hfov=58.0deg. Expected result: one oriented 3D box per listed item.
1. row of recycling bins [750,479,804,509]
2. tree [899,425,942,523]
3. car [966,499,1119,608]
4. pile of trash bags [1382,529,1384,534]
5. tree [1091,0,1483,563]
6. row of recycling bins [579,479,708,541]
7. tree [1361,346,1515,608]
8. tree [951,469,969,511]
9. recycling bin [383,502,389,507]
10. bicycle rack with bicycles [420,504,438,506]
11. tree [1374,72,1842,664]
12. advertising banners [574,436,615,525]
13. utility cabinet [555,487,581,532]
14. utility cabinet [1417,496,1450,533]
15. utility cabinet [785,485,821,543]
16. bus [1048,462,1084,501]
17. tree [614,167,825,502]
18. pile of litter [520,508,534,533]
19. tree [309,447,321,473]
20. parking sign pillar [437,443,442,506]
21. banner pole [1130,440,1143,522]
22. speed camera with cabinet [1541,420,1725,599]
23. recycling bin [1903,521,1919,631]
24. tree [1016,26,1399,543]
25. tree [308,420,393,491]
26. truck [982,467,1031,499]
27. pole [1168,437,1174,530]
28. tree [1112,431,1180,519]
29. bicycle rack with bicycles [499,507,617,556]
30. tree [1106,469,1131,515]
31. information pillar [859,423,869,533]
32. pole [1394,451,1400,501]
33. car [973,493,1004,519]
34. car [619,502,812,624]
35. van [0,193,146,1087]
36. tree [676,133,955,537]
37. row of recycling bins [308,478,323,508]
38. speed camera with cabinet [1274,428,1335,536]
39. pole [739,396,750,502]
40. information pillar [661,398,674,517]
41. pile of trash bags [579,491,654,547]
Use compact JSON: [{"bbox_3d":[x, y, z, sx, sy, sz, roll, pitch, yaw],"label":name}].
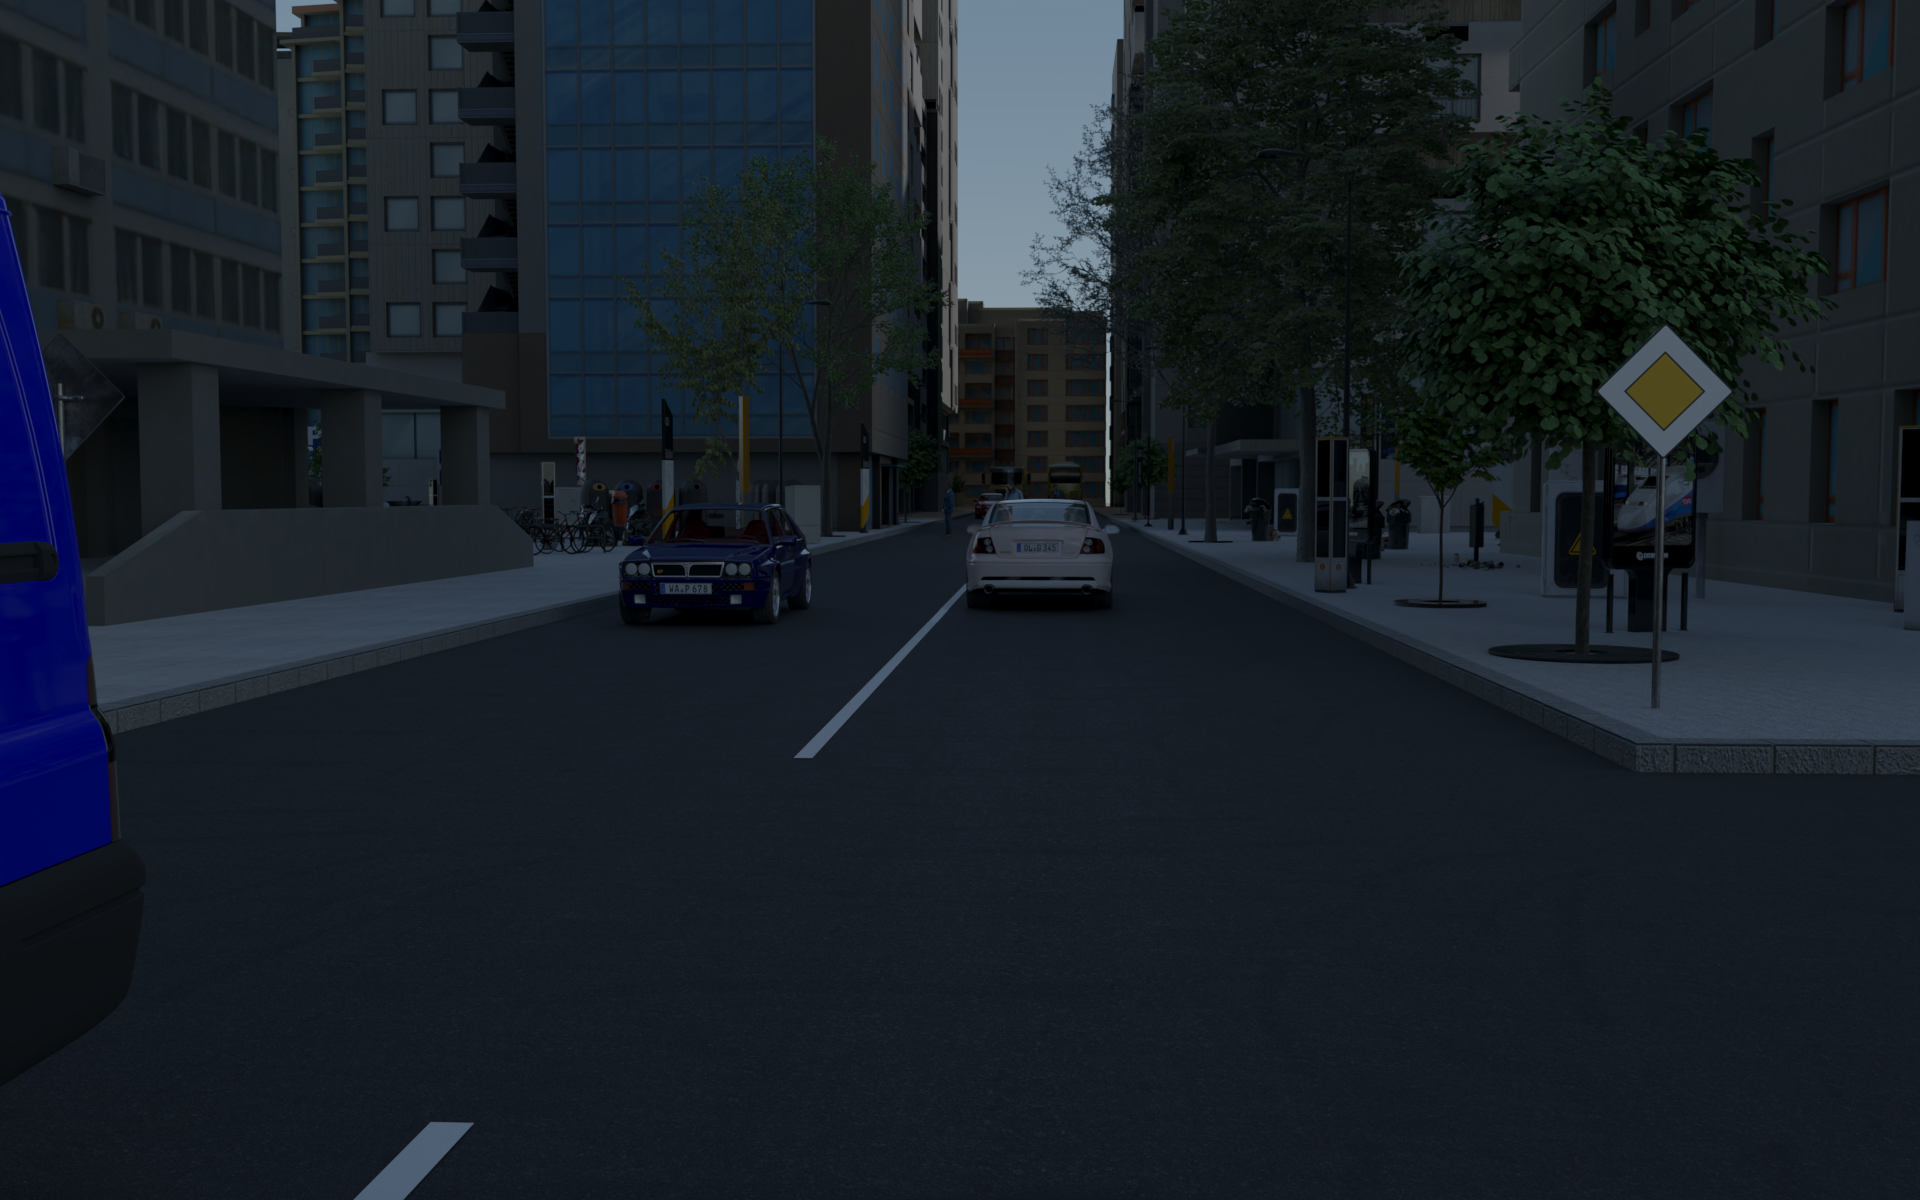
[{"bbox_3d":[-5.261,-2.583,49.342,1.069,1.692,3.534,-2,4,-24],"label":"row of recycling bins"},{"bbox_3d":[-3.189,-6.180,84.761,4.285,4.588,4.351,0,3,0],"label":"tree"},{"bbox_3d":[1.098,-0.661,23.170,2.083,1.381,4.827,0,4,4],"label":"car"},{"bbox_3d":[11.956,-2.839,56.176,3.447,1.369,1.912,0,4,5],"label":"pile of trash bags"},{"bbox_3d":[6.162,-6.977,32.207,7.486,12.596,7.792,0,3,0],"label":"tree"},{"bbox_3d":[-8.729,-2.488,47.784,3.534,1.692,1.069,0,4,-3],"label":"row of recycling bins"},{"bbox_3d":[5.646,-1.539,19.764,1.663,3.219,1.824,0,3,0],"label":"tree"},{"bbox_3d":[-0.349,-8.324,130.706,1.663,3.219,1.824,0,3,0],"label":"tree"},{"bbox_3d":[-17.490,-2.444,52.520,0.722,1.027,0.722,0,4,-2],"label":"recycling bin"},{"bbox_3d":[-20.143,-3.053,63.295,2.852,0.926,2.925,1,4,10],"label":"bicycle rack with bicycles"},{"bbox_3d":[4.949,-1.825,13.555,4.285,4.588,4.351,0,3,0],"label":"tree"},{"bbox_3d":[-10.898,-3.419,52.082,2.074,3.025,0.090,3,4,37],"label":"advertising banners"},{"bbox_3d":[-12.859,-2.983,57.452,1.173,1.500,0.318,0,4,8],"label":"utility cabinet"},{"bbox_3d":[15.459,-2.773,56.507,1.020,1.237,0.306,0,4,-8],"label":"utility cabinet"},{"bbox_3d":[-4.033,-2.182,44.357,0.318,1.500,1.173,2,4,29],"label":"utility cabinet"},{"bbox_3d":[8.028,-8.574,131.732,2.896,3.916,12.252,0,4,4],"label":"bus"},{"bbox_3d":[-5.173,-5.393,38.535,4.737,8.622,4.395,0,3,0],"label":"tree"},{"bbox_3d":[-13.834,-2.473,54.407,1.176,0.858,1.719,-1,4,-19],"label":"pile of litter"},{"bbox_3d":[-31.115,-6.253,85.952,4.285,4.588,4.351,0,3,0],"label":"tree"},{"bbox_3d":[-19.587,-4.757,66.249,1.447,3.967,1.447,-2,4,-31],"label":"parking sign pillar"},{"bbox_3d":[8.271,-5.542,80.627,0.401,3.779,0.863,3,5,42],"label":"banner pole"},{"bbox_3d":[8.248,-1.647,21.266,2.038,3.252,0.660,1,4,17],"label":"speed camera with cabinet"},{"bbox_3d":[9.392,-0.226,16.252,0.722,1.027,0.722,-3,4,-37],"label":"recycling bin"},{"bbox_3d":[6.583,-8.265,45.505,12.009,13.543,11.850,0,3,0],"label":"tree"},{"bbox_3d":[-14.025,-2.733,39.293,1.663,3.219,1.824,0,3,0],"label":"tree"},{"bbox_3d":[3.522,-7.909,125.232,3.469,3.379,9.791,0,4,4],"label":"truck"},{"bbox_3d":[7.567,-4.174,62.085,0.158,3.312,0.155,0,3,0],"label":"pole"},{"bbox_3d":[9.391,-6.396,88.289,4.285,4.588,4.351,0,3,0],"label":"tree"},{"bbox_3d":[-8.750,-1.481,37.598,2.925,0.926,2.852,-3,5,-42],"label":"bicycle rack with bicycles"},{"bbox_3d":[9.824,-6.869,106.907,1.663,3.219,1.824,0,3,0],"label":"tree"},{"bbox_3d":[-3.133,-4.013,56.969,0.183,3.616,0.504,1,4,22],"label":"information pillar"},{"bbox_3d":[14.482,-3.885,57.368,0.158,3.312,0.155,0,3,0],"label":"pole"},{"bbox_3d":[1.860,-5.686,102.009,2.155,1.783,4.494,0,4,4],"label":"car"},{"bbox_3d":[-2.805,-0.474,20.333,1.945,1.354,3.894,0,4,3],"label":"car"},{"bbox_3d":[-2.683,0.209,0.973,2.240,2.365,5.245,0,4,1],"label":"van"},{"bbox_3d":[-4.148,-7.689,51.476,9.928,11.665,9.643,0,3,0],"label":"tree"},{"bbox_3d":[-16.349,-2.173,42.643,3.534,1.692,1.069,1,4,14],"label":"row of recycling bins"},{"bbox_3d":[10.531,-3.544,52.284,2.038,3.252,0.660,3,4,37],"label":"speed camera with cabinet"},{"bbox_3d":[-4.501,-2.589,36.173,0.158,3.312,0.155,0,3,0],"label":"pole"},{"bbox_3d":[-7.184,-3.131,42.546,0.183,3.616,0.504,1,4,16],"label":"information pillar"},{"bbox_3d":[-8.643,-2.082,43.785,1.912,1.369,3.447,-1,4,-10],"label":"pile of trash bags"}]
